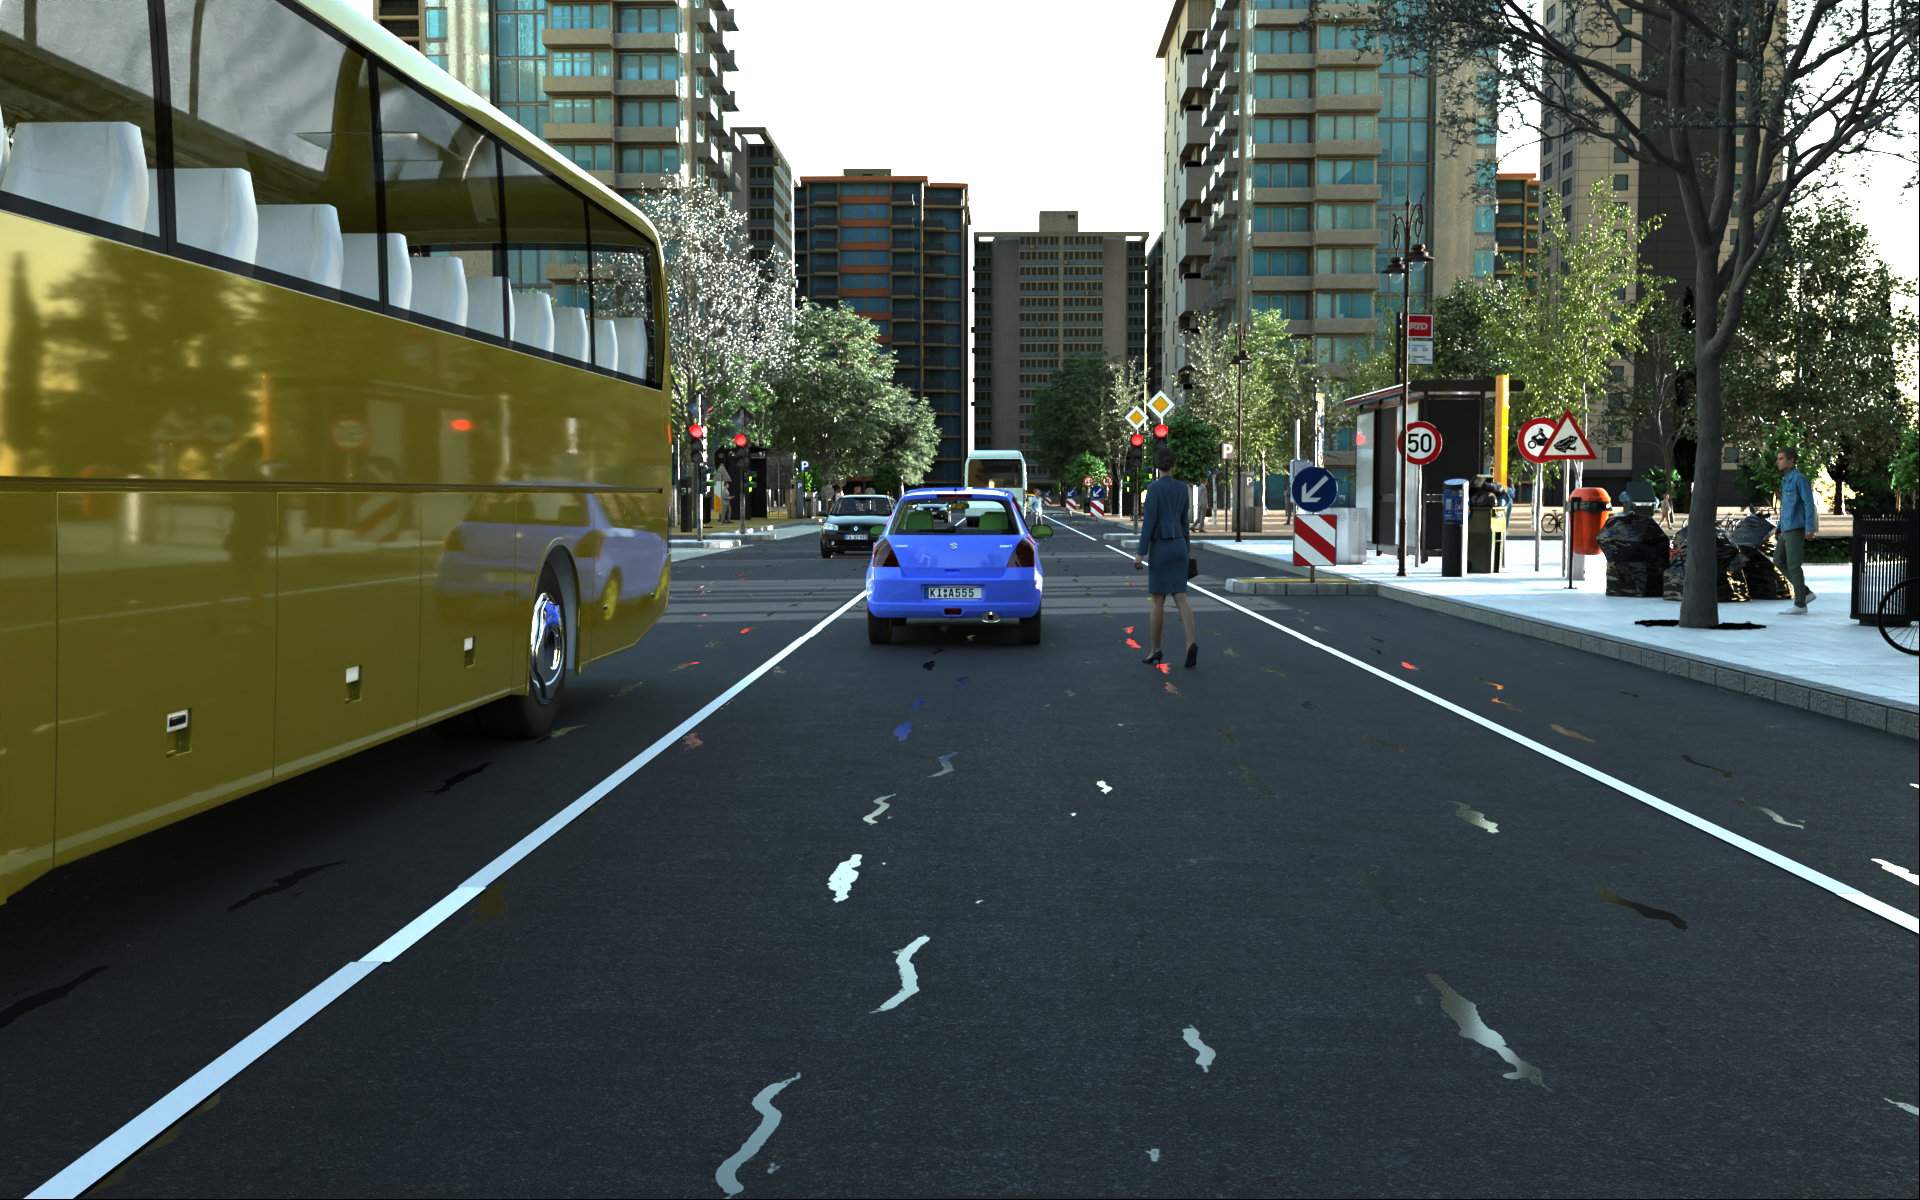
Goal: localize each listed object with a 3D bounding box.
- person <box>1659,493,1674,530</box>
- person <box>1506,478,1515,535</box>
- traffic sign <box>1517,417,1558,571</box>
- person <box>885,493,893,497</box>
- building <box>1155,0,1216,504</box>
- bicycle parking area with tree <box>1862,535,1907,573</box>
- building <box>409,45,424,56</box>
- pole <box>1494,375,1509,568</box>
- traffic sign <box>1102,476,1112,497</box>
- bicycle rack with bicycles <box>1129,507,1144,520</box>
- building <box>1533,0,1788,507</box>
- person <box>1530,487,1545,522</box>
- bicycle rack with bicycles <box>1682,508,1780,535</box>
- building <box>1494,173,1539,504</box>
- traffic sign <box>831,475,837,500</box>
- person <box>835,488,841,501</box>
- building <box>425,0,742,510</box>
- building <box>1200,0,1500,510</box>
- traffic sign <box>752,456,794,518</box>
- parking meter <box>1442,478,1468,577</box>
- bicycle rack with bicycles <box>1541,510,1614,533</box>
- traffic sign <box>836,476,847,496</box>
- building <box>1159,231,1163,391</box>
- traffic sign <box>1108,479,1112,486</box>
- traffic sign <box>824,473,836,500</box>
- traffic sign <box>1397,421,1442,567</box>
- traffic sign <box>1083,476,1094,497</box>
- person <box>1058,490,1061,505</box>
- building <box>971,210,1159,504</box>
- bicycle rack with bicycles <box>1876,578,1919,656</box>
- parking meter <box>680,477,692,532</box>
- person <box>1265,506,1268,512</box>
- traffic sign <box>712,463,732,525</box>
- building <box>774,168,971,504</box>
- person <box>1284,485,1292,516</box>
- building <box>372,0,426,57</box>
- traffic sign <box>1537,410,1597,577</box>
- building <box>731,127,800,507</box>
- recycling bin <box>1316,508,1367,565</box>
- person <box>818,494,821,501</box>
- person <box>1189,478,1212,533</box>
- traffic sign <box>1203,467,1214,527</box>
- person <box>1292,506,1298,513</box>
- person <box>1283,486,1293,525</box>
[{"bbox_3d":[25.417,-3.187,62.420,0.640,1.303,0.475,-1,4,-13],"label":"person"},{"bbox_3d":[17.270,-2.974,54.928,0.793,1.790,0.793,2,4,34],"label":"person"},{"bbox_3d":[9.594,-1.749,28.706,0.768,2.556,0.104,0,4,1],"label":"traffic sign"},{"bbox_3d":[-8.309,-11.849,200.600,1.217,1.723,0.721,-2,4,-34],"label":"person"},{"bbox_3d":[35.736,-36.133,180.005,28.713,52.752,27.495,0,4,1],"label":"building"},{"bbox_3d":[17.853,-2.299,24.587,8.231,4.147,9.016,1,4,19],"label":"bicycle parking area with tree"},{"bbox_3d":[-66.629,-34.348,185.293,21.600,48.544,21.300,0,4,1],"label":"building"},{"bbox_3d":[9.310,-2.201,29.833,0.158,3.312,0.155,0,3,0],"label":"pole"},{"bbox_3d":[10.172,-7.312,119.660,0.768,2.556,0.104,1,4,10],"label":"traffic sign"},{"bbox_3d":[10.750,-4.849,92.670,2.852,0.926,2.925,2,4,27],"label":"bicycle rack with bicycles"},{"bbox_3d":[71.843,-45.509,182.319,20.611,71.187,20.563,0,4,1],"label":"building"},{"bbox_3d":[23.143,-3.880,69.397,0.656,1.842,0.836,3,5,40],"label":"person"},{"bbox_3d":[20.703,-1.983,45.809,2.925,0.926,2.852,-1,4,-21],"label":"bicycle rack with bicycles"},{"bbox_3d":[64.916,-35.425,233.827,28.867,44.769,22.147,0,4,1],"label":"building"},{"bbox_3d":[-8.030,-6.593,107.905,0.768,2.556,0.104,1,4,9],"label":"traffic sign"},{"bbox_3d":[-9.564,-7.924,136.261,0.621,1.740,0.551,3,4,37],"label":"person"},{"bbox_3d":[-30.588,-32.151,145.284,23.786,49.044,30.456,0,4,1],"label":"building"},{"bbox_3d":[33.107,-32.513,151.196,23.786,49.044,30.456,0,4,1],"label":"building"},{"bbox_3d":[-10.121,-6.102,93.634,2.265,3.308,0.079,0,4,3],"label":"traffic sign"},{"bbox_3d":[7.687,-1.131,26.899,0.372,1.533,0.369,0,3,0],"label":"parking meter"},{"bbox_3d":[20.523,-2.652,56.737,2.925,0.926,2.852,0,4,2],"label":"bicycle rack with bicycles"},{"bbox_3d":[-8.395,-7.479,122.382,0.768,2.556,0.104,1,4,9],"label":"traffic sign"},{"bbox_3d":[38.176,-33.503,239.659,23.993,40.220,32.217,0,4,1],"label":"building"},{"bbox_3d":[10.076,-6.907,112.926,0.884,2.594,0.081,0,4,6],"label":"traffic sign"},{"bbox_3d":[-7.725,-6.286,102.877,0.768,2.556,0.104,1,4,11],"label":"traffic sign"},{"bbox_3d":[8.012,-1.845,30.275,0.768,2.556,0.104,0,4,6],"label":"traffic sign"},{"bbox_3d":[9.149,-7.524,123.125,0.768,2.556,0.104,0,4,3],"label":"traffic sign"},{"bbox_3d":[11.865,-12.133,205.344,0.530,1.710,0.541,0,4,6],"label":"person"},{"bbox_3d":[13.559,-33.532,240.123,23.993,40.220,32.217,0,4,1],"label":"building"},{"bbox_3d":[9.159,-0.029,13.851,2.925,0.926,2.852,3,4,37],"label":"bicycle rack with bicycles"},{"bbox_3d":[-9.185,-3.203,58.078,0.255,1.863,0.399,1,4,19],"label":"parking meter"},{"bbox_3d":[21.556,-7.094,122.699,0.598,1.740,0.731,0,4,1],"label":"person"},{"bbox_3d":[-9.995,-4.439,72.580,0.884,2.594,0.081,1,4,10],"label":"traffic sign"},{"bbox_3d":[-12.999,-35.537,235.657,28.867,44.769,22.147,0,4,1],"label":"building"},{"bbox_3d":[19.003,-5.749,100.216,0.511,1.800,0.466,0,4,5],"label":"person"},{"bbox_3d":[-65.960,-48.721,234.843,20.611,71.187,20.563,0,4,1],"label":"building"},{"bbox_3d":[9.350,-1.635,26.740,0.884,2.594,0.081,1,4,9],"label":"traffic sign"},{"bbox_3d":[-29.409,-29.808,179.246,23.993,40.220,32.217,0,4,1],"label":"building"},{"bbox_3d":[7.006,-1.179,31.835,0.722,1.027,0.722,3,4,39],"label":"recycling bin"},{"bbox_3d":[-13.016,-9.395,159.739,0.705,1.814,1.350,2,4,25],"label":"person"},{"bbox_3d":[8.093,-3.154,57.727,0.853,1.813,0.709,-1,4,-16],"label":"person"},{"bbox_3d":[9.377,-4.077,66.764,0.768,2.556,0.104,0,4,4],"label":"traffic sign"},{"bbox_3d":[22.469,-6.716,115.834,0.794,1.824,0.713,-3,5,-43],"label":"person"},{"bbox_3d":[13.814,-4.070,72.392,0.655,1.846,0.447,-2,4,-29],"label":"person"}]
